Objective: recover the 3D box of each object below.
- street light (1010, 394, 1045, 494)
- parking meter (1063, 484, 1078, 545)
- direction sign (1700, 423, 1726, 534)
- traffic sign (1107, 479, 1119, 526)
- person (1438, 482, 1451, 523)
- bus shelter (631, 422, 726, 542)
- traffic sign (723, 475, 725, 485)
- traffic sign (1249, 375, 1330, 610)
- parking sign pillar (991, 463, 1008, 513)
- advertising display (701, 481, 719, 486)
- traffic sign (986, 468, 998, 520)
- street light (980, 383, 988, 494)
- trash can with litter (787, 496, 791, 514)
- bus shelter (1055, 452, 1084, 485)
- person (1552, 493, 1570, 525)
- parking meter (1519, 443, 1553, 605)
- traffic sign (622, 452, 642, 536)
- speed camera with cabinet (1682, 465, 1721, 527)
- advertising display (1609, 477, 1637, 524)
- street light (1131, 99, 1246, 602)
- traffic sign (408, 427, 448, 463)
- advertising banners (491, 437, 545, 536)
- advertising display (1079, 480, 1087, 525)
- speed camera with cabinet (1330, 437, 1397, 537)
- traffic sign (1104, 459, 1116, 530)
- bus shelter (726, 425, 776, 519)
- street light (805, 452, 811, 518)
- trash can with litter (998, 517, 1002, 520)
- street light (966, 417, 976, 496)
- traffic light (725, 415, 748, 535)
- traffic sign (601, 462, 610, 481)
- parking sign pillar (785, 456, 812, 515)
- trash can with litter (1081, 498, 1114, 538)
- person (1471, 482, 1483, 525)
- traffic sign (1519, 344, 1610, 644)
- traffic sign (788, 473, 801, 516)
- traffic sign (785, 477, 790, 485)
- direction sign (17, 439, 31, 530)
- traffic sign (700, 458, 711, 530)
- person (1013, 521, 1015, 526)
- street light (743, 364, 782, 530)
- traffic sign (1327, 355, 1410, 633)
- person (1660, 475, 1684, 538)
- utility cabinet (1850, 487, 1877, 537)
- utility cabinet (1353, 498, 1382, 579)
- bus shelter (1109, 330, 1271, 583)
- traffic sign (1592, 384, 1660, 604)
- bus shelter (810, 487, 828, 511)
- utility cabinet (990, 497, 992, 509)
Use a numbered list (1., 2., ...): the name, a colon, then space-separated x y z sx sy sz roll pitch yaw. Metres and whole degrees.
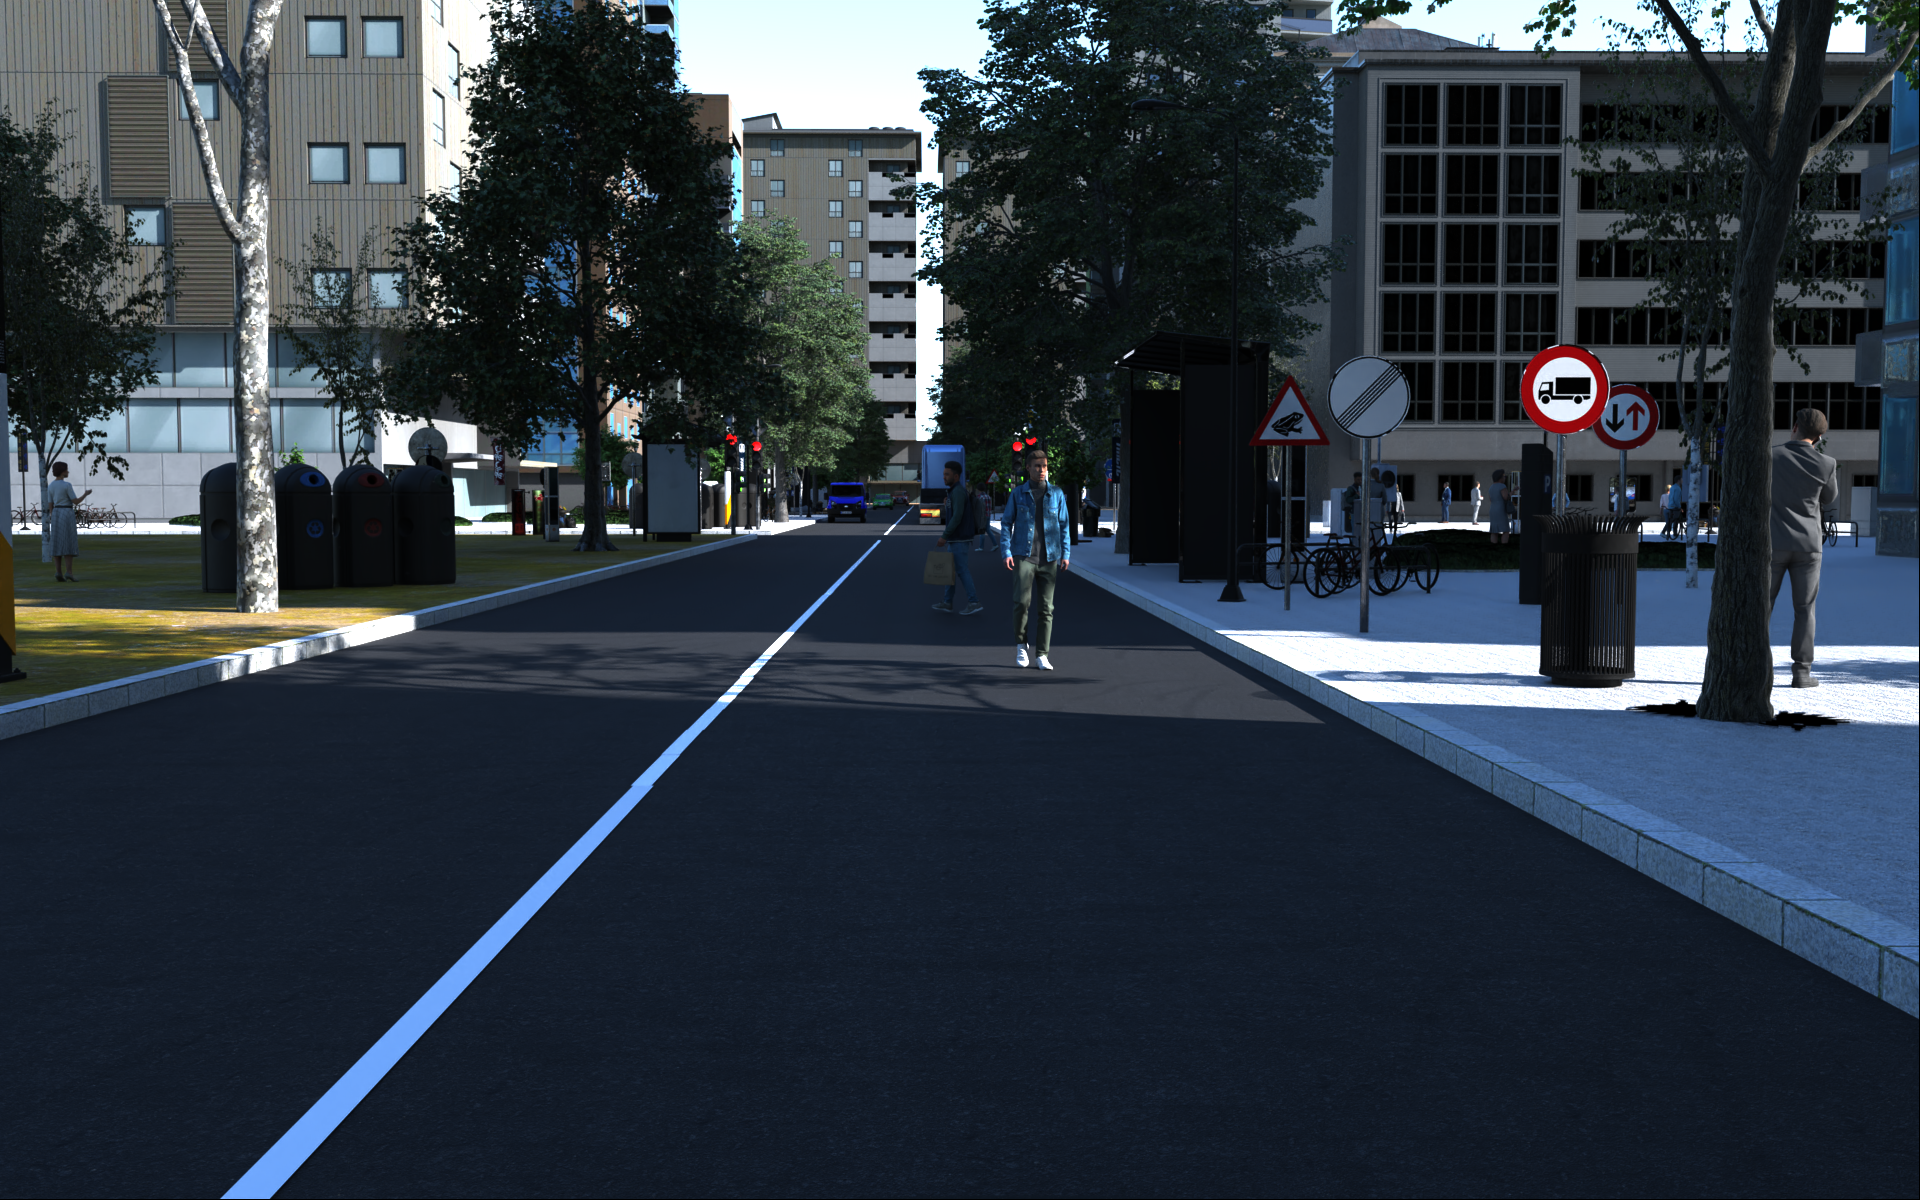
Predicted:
1. street light: 2.066 -4.994 54.199 1.470 5.913 1.316 0 4 -1
2. parking meter: 2.779 -2.143 43.448 0.372 1.533 0.369 0 3 0
3. direction sign: 24.087 -3.880 55.439 0.379 3.537 0.876 -3 5 -40
4. traffic sign: 6.374 -4.266 69.760 0.884 2.594 0.081 0 4 0
5. person: 21.231 -4.250 75.708 0.419 1.800 0.721 -1 4 -9
6. bus shelter: -7.811 -3.368 48.998 2.014 3.302 5.546 0 4 -1
7. traffic sign: -12.536 -5.612 93.893 0.606 2.300 0.079 0 4 1
8. traffic sign: 3.613 -1.165 19.054 0.884 2.594 0.081 0 4 1
9. parking sign pillar: 2.828 -7.872 117.176 1.447 3.967 1.447 2 4 25
10. advertising display: -12.694 -5.066 88.048 0.974 1.923 0.123 -3 4 -36
11. traffic sign: 1.726 -5.333 87.198 0.884 2.594 0.081 0 4 -1
12. street light: 1.612 -6.100 72.279 1.470 5.913 1.316 0 4 -1
13. trash can with litter: -12.460 -6.637 119.895 1.055 1.170 0.624 -2 4 -33
14. bus shelter: 5.862 -6.624 99.585 1.731 3.624 6.357 0 4 -1
15. person: 18.908 -2.857 54.569 0.589 1.601 0.330 3 5 40
16. parking meter: 6.724 -0.887 20.211 0.255 1.863 0.399 3 4 38
17. traffic sign: -9.922 -3.216 52.685 0.768 2.556 0.104 0 4 6
18. speed camera with cabinet: 22.456 -3.474 51.141 2.038 3.252 0.660 2 4 29
19. advertising display: 25.346 -3.734 66.272 0.974 1.923 0.123 2 4 29
20. street light: 2.715 -2.937 20.561 1.470 5.913 1.316 0 4 -1
21. traffic sign: -10.148 -2.014 33.036 0.768 2.556 0.104 0 4 4
22. advertising banners: -13.660 -3.515 53.658 0.090 3.025 2.074 3 5 40
23. advertising display: 5.184 -4.158 73.192 0.123 1.923 0.974 1 4 16
24. speed camera with cabinet: 12.209 -3.548 52.344 2.038 3.252 0.660 -2 4 -23
25. traffic sign: 5.500 -3.765 61.656 0.768 2.556 0.104 1 4 9
26. bus shelter: -10.806 -6.900 90.453 2.179 5.291 8.768 0 4 -1
27. street light: -7.735 -7.469 94.660 1.470 5.913 1.316 0 4 -1
28. trash can with litter: 2.695 -4.516 84.892 2.233 1.210 1.678 1 4 9
29. street light: 1.075 -8.091 104.831 1.470 5.913 1.316 0 4 -1
30. traffic light: -7.070 -3.984 54.064 0.839 4.253 0.868 0 4 -1
31. traffic sign: -11.298 -3.202 54.480 0.606 2.300 0.079 0 4 6
32. parking sign pillar: -9.815 -7.225 106.597 1.447 3.967 1.447 3 5 41
33. trash can with litter: 4.110 -2.455 51.528 1.055 1.170 0.624 3 4 38
34. person: 21.522 -4.018 71.944 0.583 1.804 0.606 -1 4 -18
35. traffic sign: 5.137 -0.900 14.813 0.768 2.556 0.104 0 4 0
36. traffic sign: -9.887 -6.317 103.382 0.768 2.556 0.104 0 4 7
37. traffic sign: -12.704 -7.717 126.284 0.768 2.556 0.104 0 4 7
38. direction sign: -33.037 -4.227 61.103 0.876 3.537 0.379 3 5 43
39. traffic sign: -9.262 -3.771 61.759 0.768 2.556 0.104 0 4 6
40. person: 2.293 -3.817 69.198 0.760 1.731 0.466 3 5 40
41. street light: -7.073 -5.478 62.110 1.470 5.913 1.316 0 4 -1
42. traffic sign: 3.751 -0.972 15.996 0.768 2.556 0.104 0 4 -1
43. person: 20.662 -2.701 50.232 0.620 1.820 0.660 0 4 -2
44. utility cabinet: 27.227 -2.653 52.055 0.318 1.500 1.173 0 4 1
45. utility cabinet: 6.268 -0.951 26.704 0.306 1.237 1.020 0 4 5
46. bus shelter: 3.606 -2.247 28.017 1.731 3.624 6.357 0 4 -1
47. traffic sign: 7.695 -1.224 20.120 0.768 2.556 0.104 0 4 7
48. bus shelter: -10.570 -8.347 130.396 2.014 3.302 5.546 0 4 -1
49. utility cabinet: 2.448 -7.028 123.578 1.173 1.500 0.318 -1 4 -17
